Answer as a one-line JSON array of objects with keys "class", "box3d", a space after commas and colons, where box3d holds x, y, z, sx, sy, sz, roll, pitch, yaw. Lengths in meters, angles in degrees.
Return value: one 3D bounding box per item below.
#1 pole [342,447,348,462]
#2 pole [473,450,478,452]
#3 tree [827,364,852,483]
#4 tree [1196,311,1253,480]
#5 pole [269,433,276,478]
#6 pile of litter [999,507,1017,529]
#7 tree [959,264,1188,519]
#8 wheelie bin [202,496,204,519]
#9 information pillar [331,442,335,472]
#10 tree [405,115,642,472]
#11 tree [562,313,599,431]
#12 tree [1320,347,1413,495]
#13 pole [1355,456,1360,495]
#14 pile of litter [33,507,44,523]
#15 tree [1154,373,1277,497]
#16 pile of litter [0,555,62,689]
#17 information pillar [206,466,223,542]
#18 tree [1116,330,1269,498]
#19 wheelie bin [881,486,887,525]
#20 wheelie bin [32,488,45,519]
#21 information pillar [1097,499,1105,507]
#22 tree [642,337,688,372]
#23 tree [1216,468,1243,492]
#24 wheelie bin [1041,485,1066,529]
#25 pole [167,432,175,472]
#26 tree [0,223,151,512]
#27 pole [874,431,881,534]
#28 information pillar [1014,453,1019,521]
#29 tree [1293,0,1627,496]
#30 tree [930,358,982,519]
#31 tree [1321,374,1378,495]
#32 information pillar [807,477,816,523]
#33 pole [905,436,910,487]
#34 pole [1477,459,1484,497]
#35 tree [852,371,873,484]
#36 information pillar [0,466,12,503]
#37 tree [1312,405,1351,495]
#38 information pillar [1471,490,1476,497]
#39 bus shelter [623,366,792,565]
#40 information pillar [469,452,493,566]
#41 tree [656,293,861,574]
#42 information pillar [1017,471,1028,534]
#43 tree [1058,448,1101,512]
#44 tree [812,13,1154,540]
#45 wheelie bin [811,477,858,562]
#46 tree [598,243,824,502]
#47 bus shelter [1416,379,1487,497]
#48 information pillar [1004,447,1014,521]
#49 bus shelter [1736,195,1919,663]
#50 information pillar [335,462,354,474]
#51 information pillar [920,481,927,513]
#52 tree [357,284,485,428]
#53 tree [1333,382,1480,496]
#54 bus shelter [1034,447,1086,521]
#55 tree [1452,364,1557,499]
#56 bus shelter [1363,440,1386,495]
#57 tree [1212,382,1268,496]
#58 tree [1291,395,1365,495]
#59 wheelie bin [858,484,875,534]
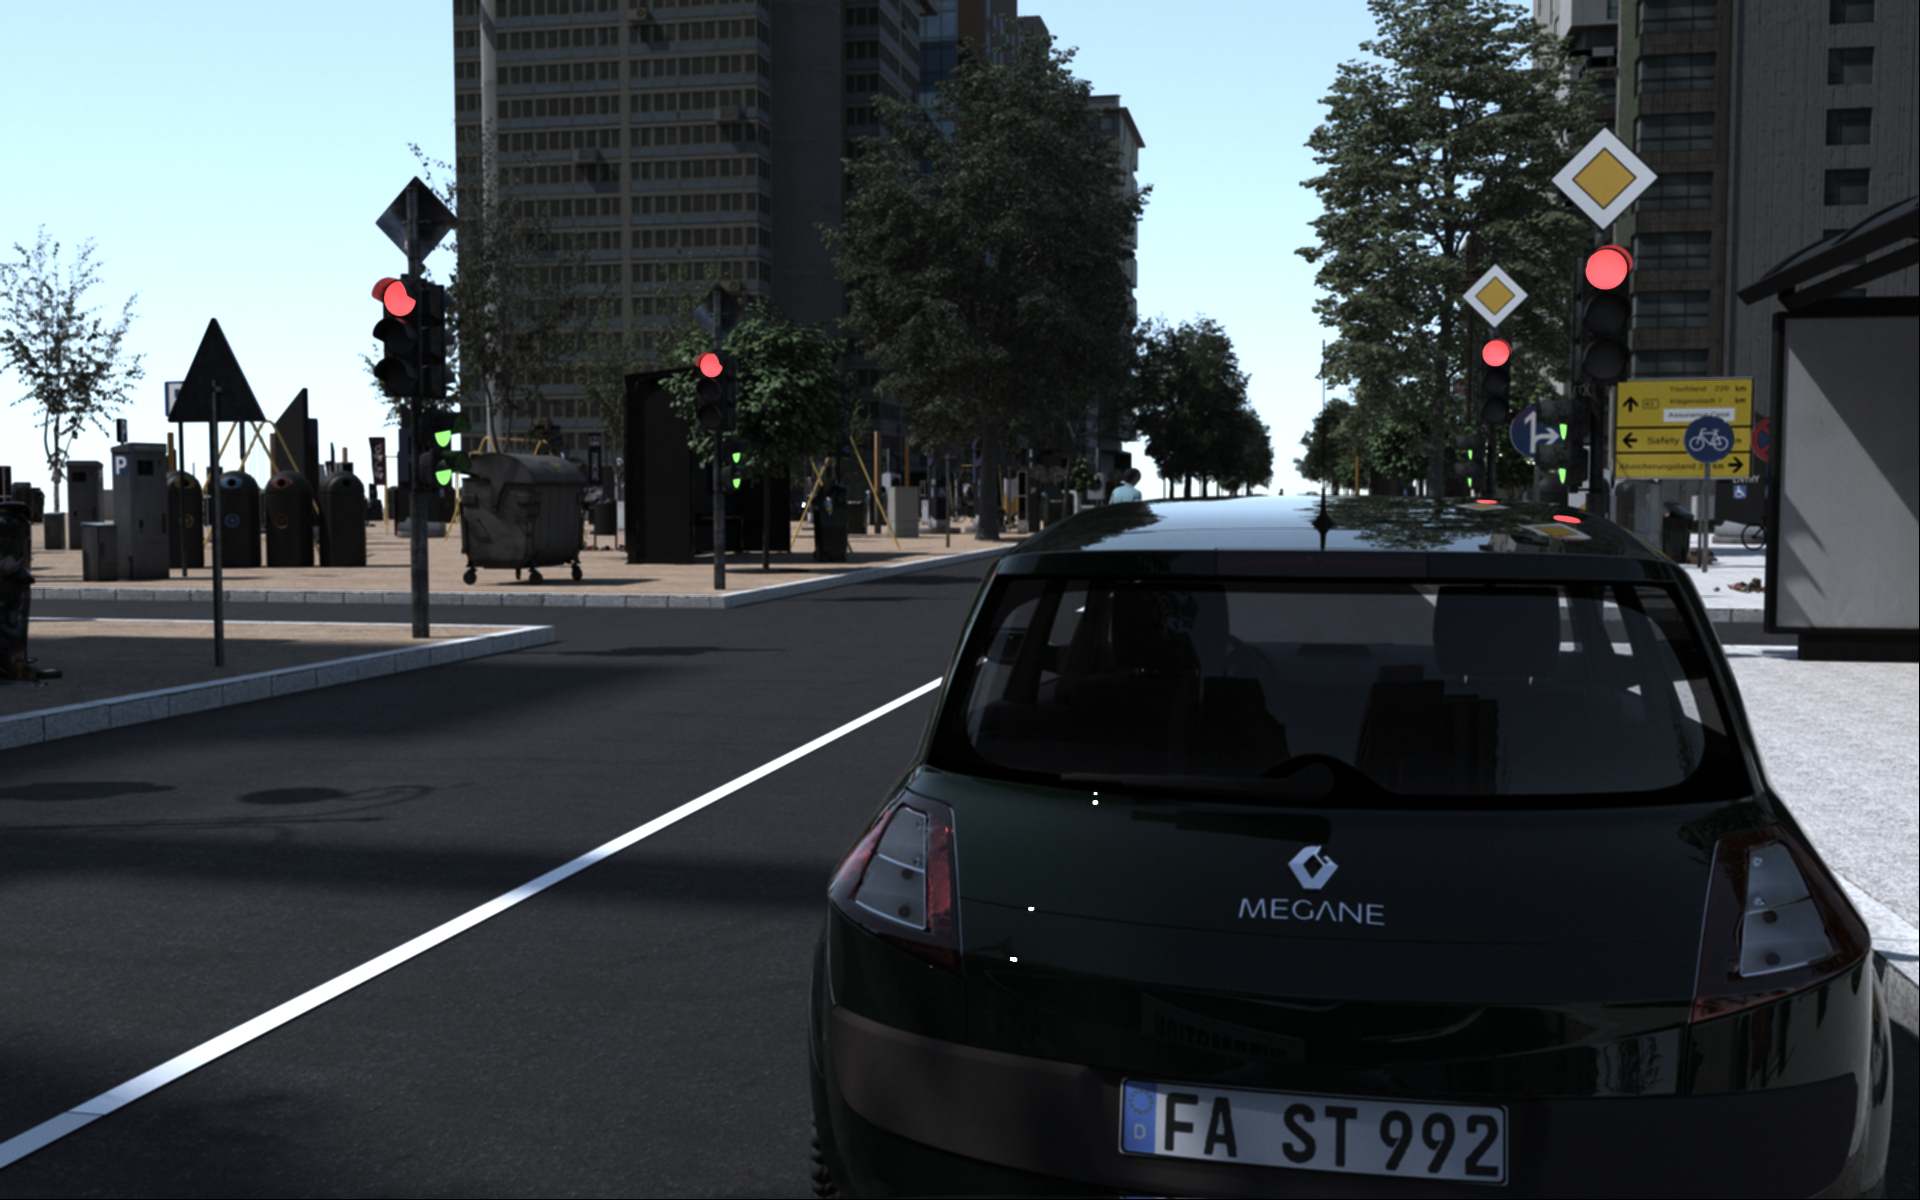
[{"class": "pole", "box3d": [-26.766, -4.991, 75.444, 0.158, 3.312, 0.155, 0, 3, 0]}, {"class": "pole", "box3d": [-22.339, -5.269, 79.984, 0.158, 3.312, 0.155, 0, 3, 0]}, {"class": "tree", "box3d": [-7.662, -7.391, 71.208, 4.737, 8.622, 4.395, 0, 3, 0]}, {"class": "tree", "box3d": [16.153, -13.214, 122.696, 9.857, 13.997, 8.962, 0, 3, 0]}, {"class": "pole", "box3d": [-22.981, -3.922, 57.964, 0.158, 3.312, 0.155, 0, 3, 0]}, {"class": "pile of litter", "box3d": [1.708, -3.092, 64.525, 1.176, 0.858, 1.719, 2, 4, 25]}, {"class": "tree", "box3d": [4.064, -8.011, 65.397, 8.767, 10.594, 7.601, -1, 4, -16]}, {"class": "wheelie bin", "box3d": [-37.200, -4.667, 84.221, 0.980, 1.594, 0.693, 0, 4, -4]}, {"class": "information pillar", "box3d": [-28.230, -5.301, 78.024, 0.183, 3.616, 0.504, -1, 4, -10]}, {"class": "tree", "box3d": [-8.949, -5.120, 34.075, 4.360, 8.622, 3.978, 0, 3, 0]}, {"class": "tree", "box3d": [-12.733, -7.031, 65.318, 4.737, 8.622, 4.395, 0, 3, 0]}, {"class": "tree", "box3d": [20.640, -8.218, 84.733, 4.360, 8.622, 3.978, 0, 3, 0]}, {"class": "pole", "box3d": [21.292, -6.050, 92.759, 0.158, 3.312, 0.155, 0, 3, 0]}, {"class": "pile of litter", "box3d": [-41.759, -3.876, 77.340, 1.719, 0.858, 1.176, -3, 4, -38]}, {"class": "tree", "box3d": [21.576, -14.435, 153.023, 9.611, 12.733, 9.660, 0, 3, 0]}, {"class": "pile of litter", "box3d": [-6.886, 0.123, 11.948, 1.176, 0.858, 1.719, -2, 4, -32]}, {"class": "information pillar", "box3d": [-19.782, -2.540, 46.018, 0.304, 2.012, 0.304, 2, 4, 26]}, {"class": "tree", "box3d": [13.530, -11.343, 111.218, 9.928, 11.665, 9.643, 0, 3, 0]}, {"class": "wheelie bin", "box3d": [-3.357, -3.875, 71.263, 0.980, 1.594, 0.693, 1, 4, 16]}, {"class": "wheelie bin", "box3d": [-46.662, -4.866, 87.463, 0.693, 1.594, 0.980, 1, 4, 22]}, {"class": "information pillar", "box3d": [6.609, -4.695, 81.250, 0.304, 2.012, 0.304, 2, 4, 30]}, {"class": "tree", "box3d": [-13.680, -7.925, 79.936, 4.360, 8.622, 3.978, 0, 3, 0]}, {"class": "tree", "box3d": [29.778, -12.638, 190.347, 4.285, 4.588, 4.351, 0, 3, 0]}, {"class": "wheelie bin", "box3d": [3.370, -3.412, 63.698, 0.980, 1.594, 0.693, -1, 4, -21]}, {"class": "pole", "box3d": [-26.081, -3.882, 57.313, 0.158, 3.312, 0.155, 0, 3, 0]}, {"class": "tree", "box3d": [-25.027, -5.988, 48.267, 4.360, 8.622, 3.978, 0, 3, 0]}, {"class": "pole", "box3d": [-2.669, -3.810, 56.139, 0.158, 3.312, 0.155, 0, 3, 0]}, {"class": "information pillar", "box3d": [2.548, -5.503, 81.330, 0.504, 3.616, 0.183, -2, 4, -24]}, {"class": "tree", "box3d": [10.667, -7.303, 37.524, 7.486, 12.596, 7.792, 0, 3, 0]}, {"class": "tree", "box3d": [0.053, -8.372, 87.245, 4.360, 8.622, 3.978, 0, 3, 0]}, {"class": "tree", "box3d": [23.345, -9.124, 99.534, 4.737, 8.622, 4.395, 0, 3, 0]}, {"class": "information pillar", "box3d": [-6.498, -4.368, 75.913, 0.304, 2.012, 0.304, -2, 4, -33]}, {"class": "pole", "box3d": [-1.862, -4.122, 61.231, 0.158, 3.312, 0.155, 0, 3, 0]}, {"class": "pole", "box3d": [18.746, -4.191, 62.359, 0.158, 3.312, 0.155, 0, 3, 0]}, {"class": "tree", "box3d": [-6.838, -8.960, 96.853, 4.737, 8.622, 4.395, 0, 3, 0]}, {"class": "information pillar", "box3d": [-24.890, -2.481, 45.061, 0.304, 2.012, 0.304, 0, 4, 8]}, {"class": "tree", "box3d": [39.445, -14.851, 177.223, 7.601, 10.594, 8.767, -1, 4, -21]}, {"class": "information pillar", "box3d": [21.585, -4.983, 72.823, 0.183, 3.616, 0.504, 0, 4, -3]}, {"class": "bus shelter", "box3d": [-4.750, -2.644, 34.513, 1.731, 3.624, 6.357, 1, 4, 11]}, {"class": "information pillar", "box3d": [-8.417, -1.591, 30.508, 0.304, 2.012, 0.304, 2, 4, 28]}, {"class": "tree", "box3d": [-3.273, -2.734, 28.409, 4.285, 4.588, 4.351, 0, 3, 0]}, {"class": "information pillar", "box3d": [2.008, -3.126, 55.596, 0.304, 2.012, 0.304, 0, 4, 7]}, {"class": "tree", "box3d": [5.111, -4.744, 72.167, 1.663, 3.219, 1.824, 0, 3, 0]}, {"class": "tree", "box3d": [0.788, -8.646, 48.011, 9.857, 13.997, 8.962, 0, 3, 0]}, {"class": "wheelie bin", "box3d": [-2.452, -1.535, 33.006, 0.693, 1.594, 0.980, -1, 4, -16]}, {"class": "tree", "box3d": [-7.377, -6.180, 51.402, 4.737, 8.622, 4.395, 0, 3, 0]}, {"class": "bus shelter", "box3d": [16.229, -4.908, 57.878, 2.179, 5.291, 8.768, 1, 4, 11]}, {"class": "information pillar", "box3d": [2.209, -5.450, 80.455, 0.183, 3.616, 0.504, 2, 4, 31]}, {"class": "bus shelter", "box3d": [6.517, -1.027, 10.718, 2.014, 3.302, 5.546, 1, 4, 11]}, {"class": "information pillar", "box3d": [-14.140, -2.161, 39.830, 0.304, 2.012, 0.304, 3, 5, 43]}, {"class": "information pillar", "box3d": [-2.024, -5.634, 96.602, 0.304, 2.012, 0.304, 2, 4, 27]}, {"class": "tree", "box3d": [-18.291, -6.704, 59.971, 4.737, 8.622, 4.395, 0, 3, 0]}, {"class": "tree", "box3d": [12.663, -3.903, 47.532, 4.285, 4.588, 4.351, 0, 3, 0]}, {"class": "bus shelter", "box3d": [5.011, -5.815, 86.356, 1.731, 3.624, 6.357, 1, 4, 11]}, {"class": "tree", "box3d": [8.259, -1.920, 25.992, 1.663, 3.219, 1.824, 0, 3, 0]}, {"class": "bus shelter", "box3d": [18.862, -5.247, 77.074, 1.731, 3.624, 6.357, 1, 4, 12]}, {"class": "tree", "box3d": [25.514, -15.979, 171.630, 12.009, 13.543, 11.850, 0, 3, 0]}, {"class": "tree", "box3d": [43.515, -17.323, 200.239, 9.611, 12.733, 9.660, 0, 3, 0]}, {"class": "wheelie bin", "box3d": [-3.309, -2.892, 55.195, 0.980, 1.594, 0.693, 1, 4, 13]}]
